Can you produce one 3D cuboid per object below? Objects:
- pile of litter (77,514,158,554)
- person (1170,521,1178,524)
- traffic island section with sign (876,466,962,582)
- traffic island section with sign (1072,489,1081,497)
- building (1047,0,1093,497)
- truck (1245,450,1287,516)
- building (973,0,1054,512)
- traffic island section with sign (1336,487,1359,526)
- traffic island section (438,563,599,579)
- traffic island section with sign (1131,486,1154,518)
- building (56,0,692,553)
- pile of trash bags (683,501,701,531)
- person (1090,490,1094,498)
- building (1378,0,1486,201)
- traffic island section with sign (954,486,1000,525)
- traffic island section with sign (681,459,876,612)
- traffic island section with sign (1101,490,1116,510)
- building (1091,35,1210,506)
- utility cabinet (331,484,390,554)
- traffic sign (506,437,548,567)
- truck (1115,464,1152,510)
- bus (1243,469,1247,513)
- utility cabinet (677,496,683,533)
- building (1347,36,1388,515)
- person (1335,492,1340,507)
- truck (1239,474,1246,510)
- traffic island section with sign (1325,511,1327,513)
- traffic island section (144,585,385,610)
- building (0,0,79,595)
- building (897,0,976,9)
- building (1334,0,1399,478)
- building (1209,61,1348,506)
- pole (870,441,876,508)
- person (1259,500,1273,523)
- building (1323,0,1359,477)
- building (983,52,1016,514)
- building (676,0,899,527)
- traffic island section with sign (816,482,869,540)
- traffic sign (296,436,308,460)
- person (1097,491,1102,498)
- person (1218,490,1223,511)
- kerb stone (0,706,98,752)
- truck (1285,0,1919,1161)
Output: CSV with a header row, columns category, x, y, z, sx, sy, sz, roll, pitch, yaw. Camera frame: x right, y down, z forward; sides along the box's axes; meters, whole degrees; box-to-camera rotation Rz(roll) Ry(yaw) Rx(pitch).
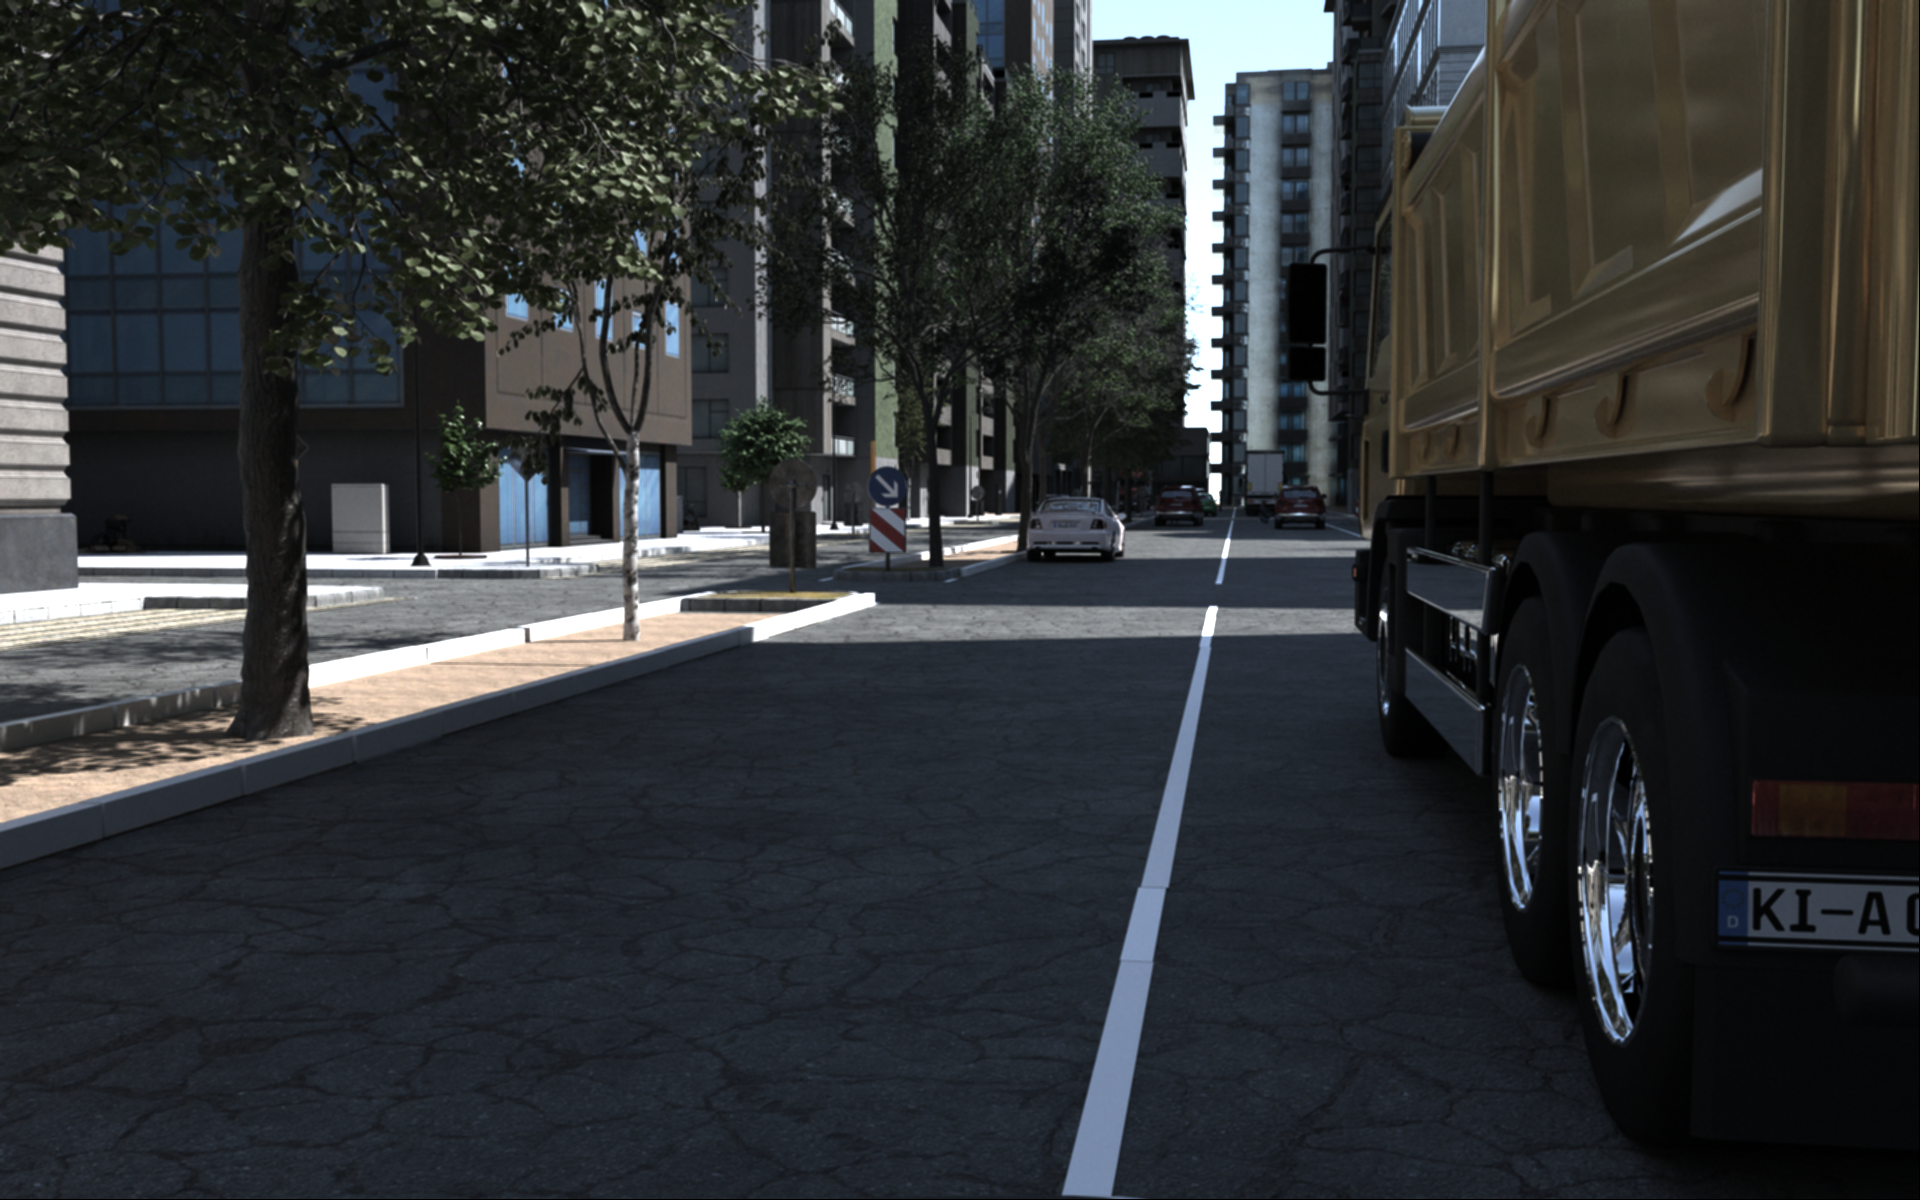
category,x,y,z,sx,sy,sz,roll,pitch,yaw
pile of litter,-18.443,-1.453,37.719,1.719,0.858,1.176,1,4,12
person,10.446,-4.623,84.294,0.606,1.804,0.583,-2,4,-29
traffic island section with sign,-1.098,-1.293,29.274,2.006,1.907,1.989,1,4,9
traffic island section with sign,8.884,-7.521,131.597,1.989,1.847,2.006,1,4,9
building,2.005,-44.745,169.824,20.611,71.187,20.563,1,4,9
truck,20.456,-7.772,115.979,2.839,4.237,11.283,1,4,10
building,-0.785,-29.196,127.470,14.600,45.320,14.200,1,4,9
traffic island section with sign,18.293,-4.331,79.436,1.989,1.847,2.006,1,4,9
traffic island section,-7.675,-0.513,30.675,2.009,0.180,2.903,1,4,9
traffic island section with sign,10.814,-5.831,103.466,2.006,1.907,1.989,1,4,9
building,-15.837,-24.089,43.963,14.600,45.320,14.200,1,4,9
pile of trash bags,-10.709,-3.050,59.620,1.912,1.369,3.447,3,4,38
person,10.392,-7.725,135.541,0.721,1.736,1.217,0,4,-6
building,27.527,-18.854,85.752,11.434,29.767,29.804,1,4,9
traffic island section with sign,0.833,-4.460,81.552,1.989,1.847,2.006,1,4,9
traffic island section with sign,-2.282,-0.846,21.961,2.006,1.907,1.989,1,4,9
traffic island section with sign,13.335,-9.216,159.311,1.989,1.847,2.006,1,4,9
building,15.287,-37.496,202.301,27.495,52.752,28.713,1,4,9
utility cabinet,-12.764,-1.726,36.904,1.173,1.500,0.318,1,4,11
traffic sign,-7.651,-1.649,30.609,0.795,2.450,0.064,1,4,9
truck,15.629,-10.135,154.619,2.839,4.237,11.283,1,4,9
bus,22.803,-8.510,130.680,2.896,3.916,12.252,1,4,10
utility cabinet,-9.638,-2.802,56.981,1.020,1.237,0.306,-2,4,-30
building,32.378,-20.842,112.462,14.160,30.474,14.107,1,4,9
person,39.140,-10.416,179.715,0.530,1.710,0.541,-1,4,-8
truck,26.686,-9.709,154.661,3.469,3.379,9.791,1,4,9
traffic island section with sign,26.144,-7.320,128.311,1.989,1.847,2.006,1,4,9
traffic island section,-8.942,-0.031,22.790,2.009,0.180,2.903,1,4,9
building,-21.880,-11.665,19.609,19.941,23.489,11.050,1,4,9
building,-6.913,-19.776,95.044,14.160,30.474,14.107,1,4,9
building,40.603,-29.229,132.515,22.147,44.769,28.867,1,4,9
building,43.629,-35.147,194.262,30.456,49.044,23.786,1,4,9
pole,-3.342,-4.441,66.454,0.158,3.312,0.155,0,3,0
person,14.974,-4.311,84.491,0.738,1.151,1.012,3,4,38
building,48.582,-34.911,160.033,28.713,52.752,27.495,1,4,9
building,-4.211,-20.883,113.142,14.160,30.474,14.107,1,4,9
building,-10.850,-23.817,73.009,14.154,41.232,14.086,1,4,9
traffic island section with sign,-3.445,-2.831,54.916,1.989,1.847,2.006,1,4,9
traffic sign,-8.918,-1.167,22.725,0.795,2.450,0.064,1,4,9
person,12.409,-8.851,153.927,0.721,1.735,1.217,-1,4,-18
person,21.947,-8.324,145.315,0.721,1.743,1.217,1,4,15
kerb stone,-5.280,0.748,10.033,0.120,0.150,1.000,1,4,9
truck,3.238,-0.691,7.226,3.469,3.379,9.791,1,4,9
